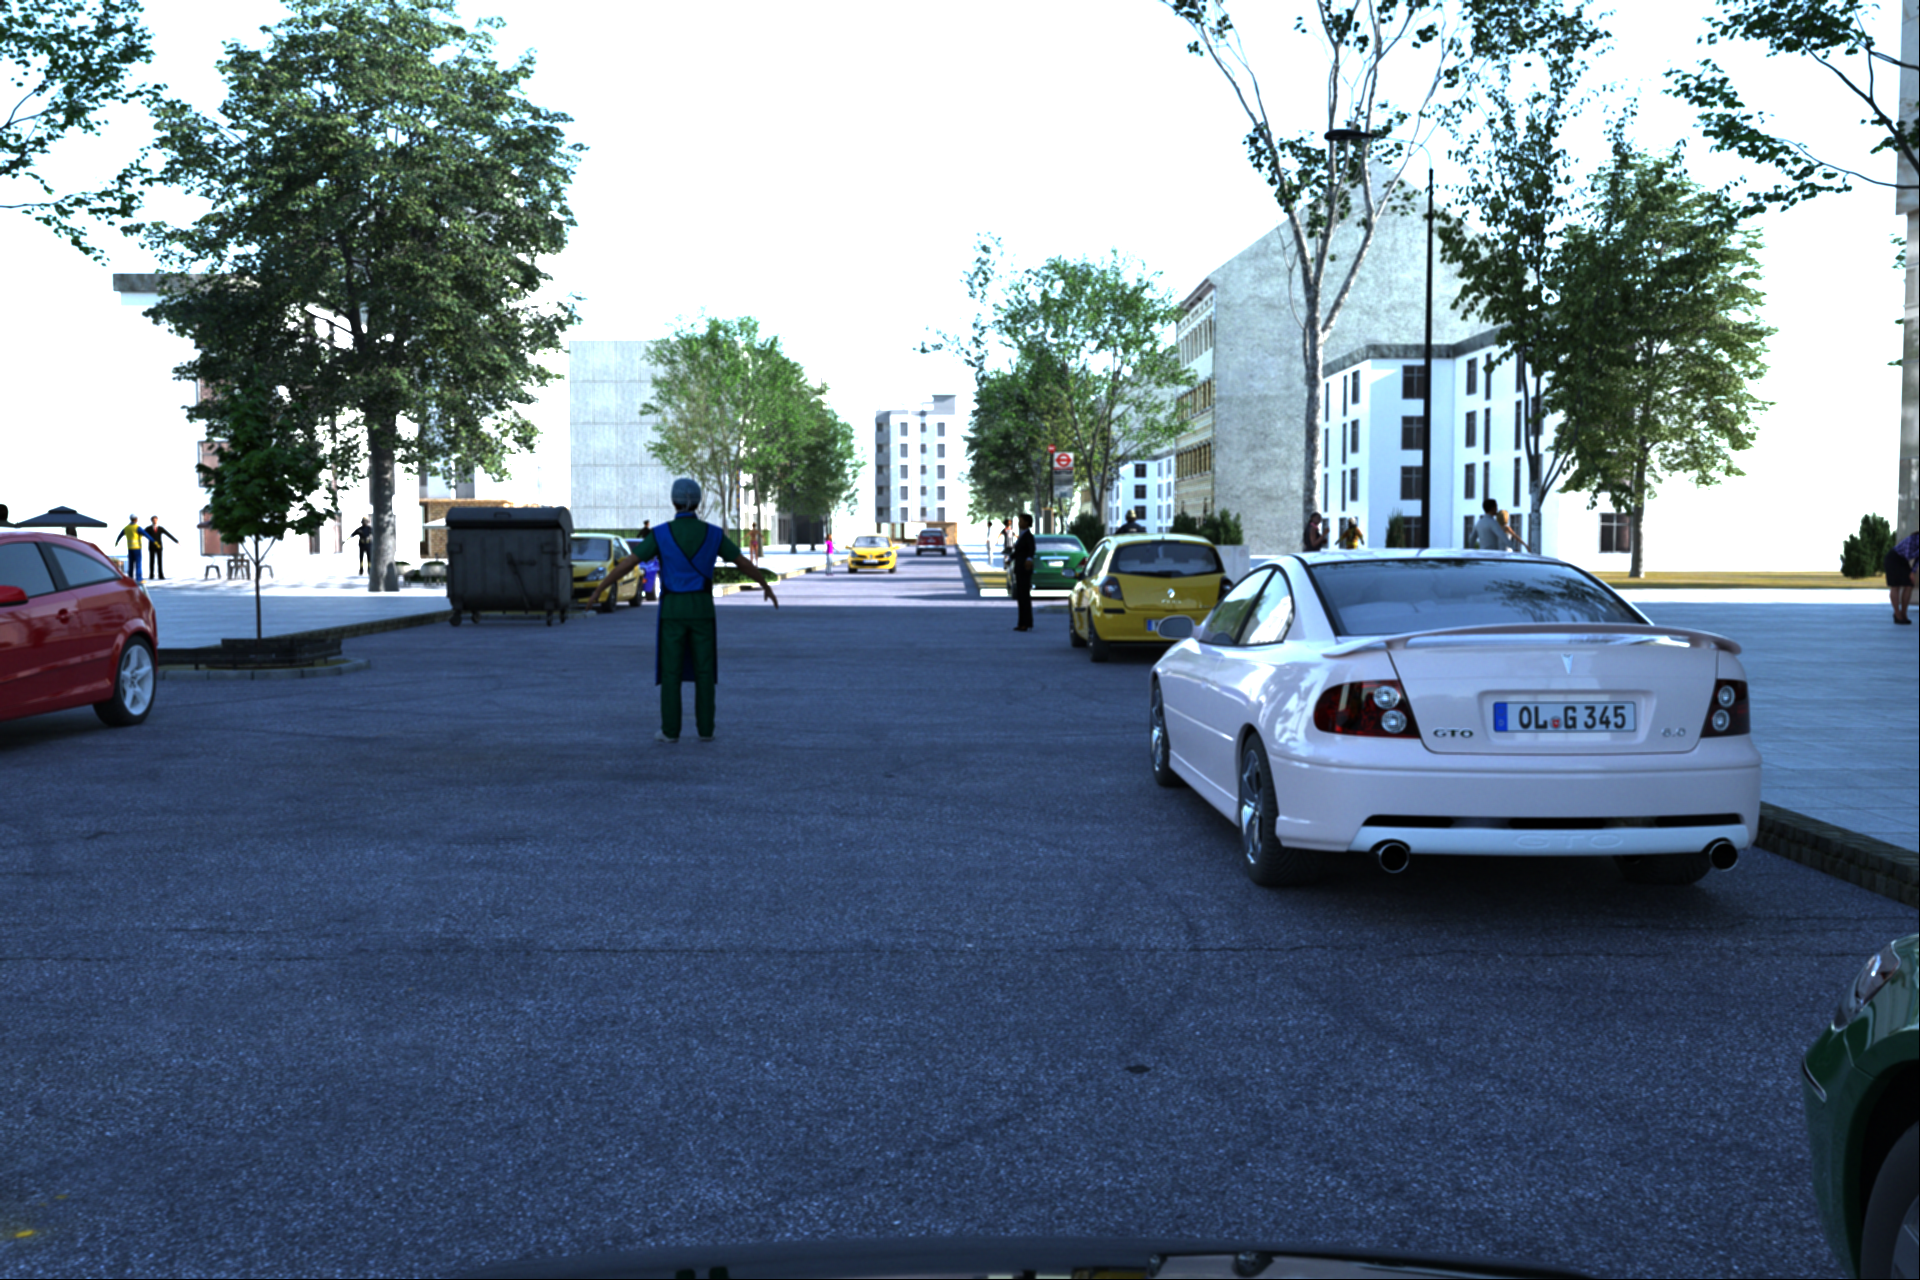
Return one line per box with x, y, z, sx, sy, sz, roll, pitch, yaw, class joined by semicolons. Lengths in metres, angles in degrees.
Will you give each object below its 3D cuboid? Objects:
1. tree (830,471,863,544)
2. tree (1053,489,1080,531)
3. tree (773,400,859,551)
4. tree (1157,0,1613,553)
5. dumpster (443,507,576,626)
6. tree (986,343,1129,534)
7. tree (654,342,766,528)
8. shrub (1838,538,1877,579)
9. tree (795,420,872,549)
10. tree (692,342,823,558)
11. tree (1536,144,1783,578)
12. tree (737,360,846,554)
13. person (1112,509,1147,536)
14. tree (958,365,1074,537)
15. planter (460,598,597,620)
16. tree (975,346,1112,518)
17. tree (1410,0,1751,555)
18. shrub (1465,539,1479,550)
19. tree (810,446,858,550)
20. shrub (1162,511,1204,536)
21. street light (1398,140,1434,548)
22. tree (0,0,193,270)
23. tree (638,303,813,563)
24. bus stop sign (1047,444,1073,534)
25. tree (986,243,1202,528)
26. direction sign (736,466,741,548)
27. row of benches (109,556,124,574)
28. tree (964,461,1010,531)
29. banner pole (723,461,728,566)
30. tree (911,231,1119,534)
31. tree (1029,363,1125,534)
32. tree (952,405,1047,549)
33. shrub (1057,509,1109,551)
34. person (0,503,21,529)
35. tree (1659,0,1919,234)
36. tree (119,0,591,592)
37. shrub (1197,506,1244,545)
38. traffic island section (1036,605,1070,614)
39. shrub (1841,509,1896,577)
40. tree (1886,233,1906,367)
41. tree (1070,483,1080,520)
-16.348;-18.104;230.415;7.601;10.594;8.767;0;4;2;tree
13.958;-17.206;231.678;4.737;8.622;4.395;0;3;0;tree
-11.179;-12.465;129.551;9.928;11.665;9.643;0;3;0;tree
9.200;-11.097;37.324;12.611;20.169;13.585;0;3;0;tree
-7.094;-1.169;27.332;1.865;1.857;1.264;0;4;-1;dumpster
4.750;-9.199;84.822;7.601;10.594;8.767;0;4;5;tree
-10.073;-7.113;66.657;4.360;8.622;3.978;0;3;0;tree
25.448;-2.325;49.131;1.383;1.207;1.383;0;3;0;shrub
-11.031;-13.465;145.910;9.928;11.665;9.643;0;3;0;tree
-11.004;-10.281;93.842;9.928;11.665;9.643;0;3;0;tree
20.432;-8.134;51.111;7.486;12.596;7.792;0;3;0;tree
-11.256;-11.964;113.740;7.486;12.596;7.792;0;3;0;tree
3.919;-2.081;39.889;1.351;1.845;0.704;-1;4;-14;person
4.714;-13.665;130.079;9.857;13.997;8.962;0;3;0;tree
-7.358;-0.534;29.875;1.991;0.319;1.994;0;4;-1;planter
4.607;-10.405;95.880;9.928;11.665;9.643;0;3;0;tree
8.357;-4.524;24.330;4.737;8.622;4.395;0;3;0;tree
14.036;-2.215;47.334;1.383;1.207;1.383;0;3;0;shrub
-10.882;-11.398;136.720;4.360;8.622;3.978;0;3;0;tree
7.079;-3.088;54.904;1.690;2.028;1.600;0;3;0;shrub
5.947;-2.904;20.022;1.470;5.913;1.316;0;4;-1;street light
-13.213;-5.788;20.387;9.928;11.665;9.643;0;3;0;tree
-10.447;-9.275;77.399;9.928;11.665;9.643;0;3;0;tree
2.945;-3.848;51.621;0.855;3.939;0.416;0;4;-1;bus stop sign
5.023;-8.423;63.464;9.928;11.665;9.643;0;3;0;tree
-7.473;-4.066;58.474;0.379;3.537;0.876;0;4;-1;direction sign
-25.027;-1.958;47.472;4.104;0.672;1.422;-1;4;-15;row of benches
4.298;-19.410;235.485;7.486;12.596;7.792;0;3;0;tree
-8.089;-4.276;59.935;0.401;3.779;0.863;0;4;1;banner pole
3.788;-15.492;109.188;12.611;20.169;13.585;0;3;0;tree
4.816;-7.645;75.353;4.737;8.622;4.395;0;3;0;tree
4.357;-14.344;144.889;12.009;13.543;11.850;0;3;0;tree
3.959;-3.121;55.075;1.661;2.075;1.752;0;3;0;shrub
-14.326;-1.170;25.893;1.215;1.744;0.721;-3;5;-40;person
8.604;-5.372;13.588;9.928;11.665;9.643;0;3;0;tree
-12.963;-8.045;38.190;9.857;13.997;8.962;0;3;0;tree
7.474;-2.773;49.374;1.661;2.075;1.752;0;3;0;shrub
2.416;-0.560;32.021;1.991;0.108;1.994;0;3;0;traffic island section
27.443;-2.917;52.116;1.690;2.028;1.600;0;3;0;shrub
25.902;-7.524;41.150;7.486;12.596;7.792;0;3;0;tree
17.426;-17.619;238.435;4.360;8.622;3.978;0;3;0;tree
